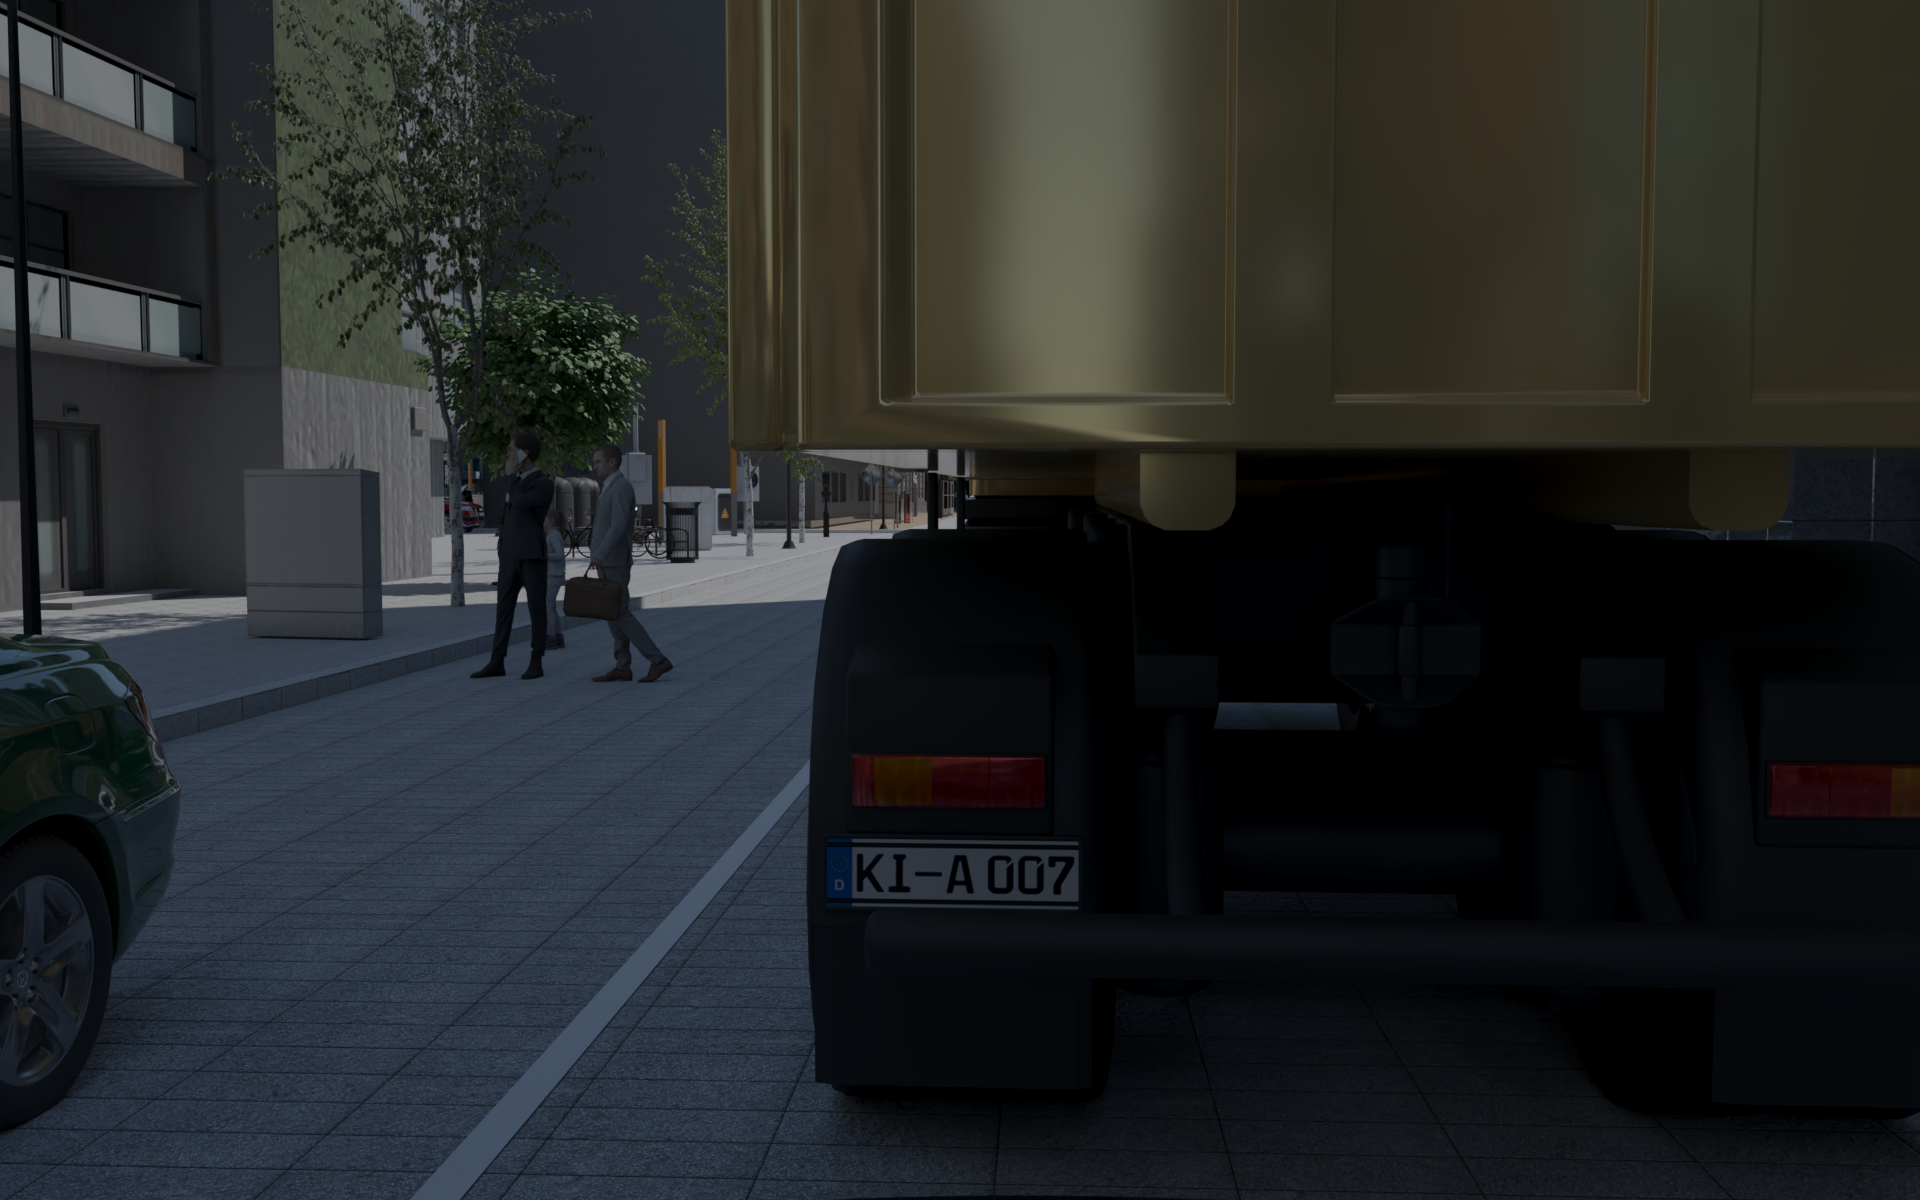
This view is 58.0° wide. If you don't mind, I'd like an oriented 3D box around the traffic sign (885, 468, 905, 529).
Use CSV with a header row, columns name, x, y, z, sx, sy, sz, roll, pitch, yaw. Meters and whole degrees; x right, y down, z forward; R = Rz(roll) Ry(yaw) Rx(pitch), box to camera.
name,x,y,z,sx,sy,sz,roll,pitch,yaw
traffic sign,-2.389,-3.632,63.032,0.795,2.450,0.064,0,4,3

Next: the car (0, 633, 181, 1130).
name,x,y,z,sx,sy,sz,roll,pitch,yaw
car,-3.083,0.559,2.656,2.131,1.459,4.920,0,4,3

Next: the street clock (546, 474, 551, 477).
name,x,y,z,sx,sy,sz,roll,pitch,yaw
street clock,-14.871,-3.563,62.826,0.358,2.002,0.471,2,4,33

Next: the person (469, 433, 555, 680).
name,x,y,z,sx,sy,sz,roll,pitch,yaw
person,-3.442,-0.341,13.443,0.648,1.900,0.474,2,4,34

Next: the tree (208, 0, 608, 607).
name,x,y,z,sx,sy,sz,roll,pitch,yaw
tree,-5.814,-4.218,19.323,4.360,8.622,3.978,0,3,0

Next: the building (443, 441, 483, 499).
name,x,y,z,sx,sy,sz,roll,pitch,yaw
building,-53.128,-35.558,205.075,21.600,48.544,21.300,0,4,3

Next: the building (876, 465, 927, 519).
name,x,y,z,sx,sy,sz,roll,pitch,yaw
building,-7.231,-14.230,97.295,10.561,19.102,19.286,0,4,3

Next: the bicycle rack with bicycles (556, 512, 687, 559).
name,x,y,z,sx,sy,sz,roll,pitch,yaw
bicycle rack with bicycles,-6.790,-1.297,34.581,2.925,0.926,2.852,-2,4,-29

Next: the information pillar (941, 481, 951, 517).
name,x,y,z,sx,sy,sz,roll,pitch,yaw
information pillar,-0.861,-5.647,96.812,0.304,2.012,0.304,-2,4,-25

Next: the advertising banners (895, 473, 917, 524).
name,x,y,z,sx,sy,sz,roll,pitch,yaw
advertising banners,-2.326,-4.853,75.541,0.090,3.025,2.074,2,4,29

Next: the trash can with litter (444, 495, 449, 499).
name,x,y,z,sx,sy,sz,roll,pitch,yaw
trash can with litter,-26.170,-4.664,87.318,2.233,1.210,1.678,2,4,28

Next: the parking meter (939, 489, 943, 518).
name,x,y,z,sx,sy,sz,roll,pitch,yaw
parking meter,-1.094,-5.078,91.440,0.372,1.533,0.369,0,3,0

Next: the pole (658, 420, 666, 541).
name,x,y,z,sx,sy,sz,roll,pitch,yaw
pole,-8.196,-3.291,47.650,0.158,3.312,0.155,0,3,0

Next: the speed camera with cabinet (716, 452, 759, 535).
name,x,y,z,sx,sy,sz,roll,pitch,yaw
speed camera with cabinet,-7.227,-3.689,54.650,0.660,3.252,2.038,3,4,36

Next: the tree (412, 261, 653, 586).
name,x,y,z,sx,sy,sz,roll,pitch,yaw
tree,-6.010,-2.496,24.531,4.285,4.588,4.351,0,3,0

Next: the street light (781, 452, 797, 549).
name,x,y,z,sx,sy,sz,roll,pitch,yaw
street light,-3.474,-4.154,40.452,1.470,5.913,1.316,0,4,3

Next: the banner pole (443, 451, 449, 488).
name,x,y,z,sx,sy,sz,roll,pitch,yaw
banner pole,-26.352,-6.071,89.279,0.401,3.779,0.863,2,4,26

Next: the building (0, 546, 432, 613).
name,x,y,z,sx,sy,sz,roll,pitch,yaw
building,-15.609,-20.534,19.331,14.154,41.232,14.086,0,4,3

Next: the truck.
name,x,y,z,sx,sy,sz,roll,pitch,yaw
truck,1.167,-0.719,7.674,3.469,3.379,9.791,0,4,4

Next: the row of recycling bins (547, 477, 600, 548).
name,x,y,z,sx,sy,sz,roll,pitch,yaw
row of recycling bins,-9.589,-2.118,41.746,1.069,1.692,3.534,1,4,11

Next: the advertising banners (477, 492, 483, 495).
name,x,y,z,sx,sy,sz,roll,pitch,yaw
advertising banners,-37.084,-8.485,134.918,2.074,3.025,0.090,3,5,44

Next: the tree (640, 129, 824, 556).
name,x,y,z,sx,sy,sz,roll,pitch,yaw
tree,-4.333,-5.188,35.180,4.737,8.622,4.395,0,3,0

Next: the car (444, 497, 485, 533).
name,x,y,z,sx,sy,sz,roll,pitch,yaw
car,-18.991,-3.102,59.398,5.304,1.827,2.281,0,4,2

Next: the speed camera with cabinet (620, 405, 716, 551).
name,x,y,z,sx,sy,sz,roll,pitch,yaw
speed camera with cabinet,-6.672,-2.739,39.124,2.038,3.252,0.660,-1,4,-23

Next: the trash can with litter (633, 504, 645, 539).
name,x,y,z,sx,sy,sz,roll,pitch,yaw
trash can with litter,-8.981,-2.221,47.698,0.624,1.170,1.055,-3,5,-43

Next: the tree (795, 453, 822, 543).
name,x,y,z,sx,sy,sz,roll,pitch,yaw
tree,-3.917,-5.805,45.282,4.360,8.622,3.978,0,3,0

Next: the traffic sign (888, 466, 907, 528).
name,x,y,z,sx,sy,sz,roll,pitch,yaw
traffic sign,-2.363,-3.995,65.431,0.768,2.556,0.104,1,4,12

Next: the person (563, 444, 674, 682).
name,x,y,z,sx,sy,sz,roll,pitch,yaw
person,-2.639,-0.280,13.202,0.853,1.813,0.709,-2,4,-24

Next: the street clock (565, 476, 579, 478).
name,x,y,z,sx,sy,sz,roll,pitch,yaw
street clock,-12.543,-3.148,56.034,0.358,2.002,0.471,1,4,18

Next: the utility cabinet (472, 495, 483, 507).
name,x,y,z,sx,sy,sz,roll,pitch,yaw
utility cabinet,-33.020,-6.605,119.145,1.020,1.237,0.306,0,4,4

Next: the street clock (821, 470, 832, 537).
name,x,y,z,sx,sy,sz,roll,pitch,yaw
street clock,-3.977,-2.868,51.461,0.358,2.002,0.471,0,4,-4

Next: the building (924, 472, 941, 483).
name,x,y,z,sx,sy,sz,roll,pitch,yaw
building,-9.665,-15.241,116.635,16.820,18.784,16.811,0,4,3

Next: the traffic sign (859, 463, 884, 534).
name,x,y,z,sx,sy,sz,roll,pitch,yaw
traffic sign,-2.810,-3.145,55.058,0.795,2.450,0.064,0,4,3

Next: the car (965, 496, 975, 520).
name,x,y,z,sx,sy,sz,roll,pitch,yaw
car,1.204,-5.303,99.070,2.083,1.381,4.827,0,4,2

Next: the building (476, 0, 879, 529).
name,x,y,z,sx,sy,sz,roll,pitch,yaw
building,-10.220,-17.250,75.547,14.314,27.812,24.014,0,4,3

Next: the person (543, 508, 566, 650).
name,x,y,z,sx,sy,sz,roll,pitch,yaw
person,-3.790,-0.197,15.995,0.394,1.301,0.425,-3,5,-42

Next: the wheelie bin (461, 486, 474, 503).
name,x,y,z,sx,sy,sz,roll,pitch,yaw
wheelie bin,-20.530,-3.905,71.762,0.693,1.594,0.980,-2,4,-29

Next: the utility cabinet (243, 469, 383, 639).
name,x,y,z,sx,sy,sz,roll,pitch,yaw
utility cabinet,-5.736,-0.410,15.382,1.173,1.500,0.318,1,4,14

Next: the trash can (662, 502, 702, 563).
name,x,y,z,sx,sy,sz,roll,pitch,yaw
trash can,-5.190,-1.267,32.361,0.748,1.137,0.748,0,3,0

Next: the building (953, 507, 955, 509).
name,x,y,z,sx,sy,sz,roll,pitch,yaw
building,-9.993,-30.471,152.817,22.147,44.769,28.867,0,4,3

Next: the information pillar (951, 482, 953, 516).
name,x,y,z,sx,sy,sz,roll,pitch,yaw
information pillar,-0.586,-5.977,102.221,0.304,2.012,0.304,2,4,27

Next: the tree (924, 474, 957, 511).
name,x,y,z,sx,sy,sz,roll,pitch,yaw
tree,-0.076,-13.169,132.317,9.611,12.733,9.660,0,3,0

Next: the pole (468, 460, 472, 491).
name,x,y,z,sx,sy,sz,roll,pitch,yaw
pole,-29.008,-6.653,102.621,0.158,3.312,0.155,0,3,0

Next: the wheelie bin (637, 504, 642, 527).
name,x,y,z,sx,sy,sz,roll,pitch,yaw
wheelie bin,-9.891,-2.689,51.880,0.693,1.594,0.980,1,4,12

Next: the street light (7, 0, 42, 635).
name,x,y,z,sx,sy,sz,roll,pitch,yaw
street light,-5.066,-2.308,10.282,1.470,5.913,1.316,0,4,3

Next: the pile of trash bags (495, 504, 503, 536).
name,x,y,z,sx,sy,sz,roll,pitch,yaw
pile of trash bags,-12.658,-2.678,53.542,1.912,1.369,3.447,2,4,26

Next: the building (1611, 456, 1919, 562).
name,x,y,z,sx,sy,sz,roll,pitch,yaw
building,11.725,-12.337,19.727,12.078,24.808,19.932,0,4,3

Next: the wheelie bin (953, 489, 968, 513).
name,x,y,z,sx,sy,sz,roll,pitch,yaw
wheelie bin,0.044,-6.575,115.406,0.980,1.594,0.693,0,4,-1

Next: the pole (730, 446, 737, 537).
name,x,y,z,sx,sy,sz,roll,pitch,yaw
pole,-6.825,-3.570,52.221,0.158,3.312,0.155,0,3,0

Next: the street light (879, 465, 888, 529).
name,x,y,z,sx,sy,sz,roll,pitch,yaw
street light,-2.247,-5.523,62.842,1.470,5.913,1.316,0,4,3

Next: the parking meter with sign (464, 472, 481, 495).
name,x,y,z,sx,sy,sz,roll,pitch,yaw
parking meter with sign,-37.796,-8.387,133.383,0.543,3.016,1.738,3,5,42

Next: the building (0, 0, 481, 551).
name,x,y,z,sx,sy,sz,roll,pitch,yaw
building,-21.524,-22.264,47.606,14.086,41.232,14.154,0,4,3

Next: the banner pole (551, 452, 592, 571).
name,x,y,z,sx,sy,sz,roll,pitch,yaw
banner pole,-6.561,-2.376,28.857,0.863,3.779,0.401,0,4,5
